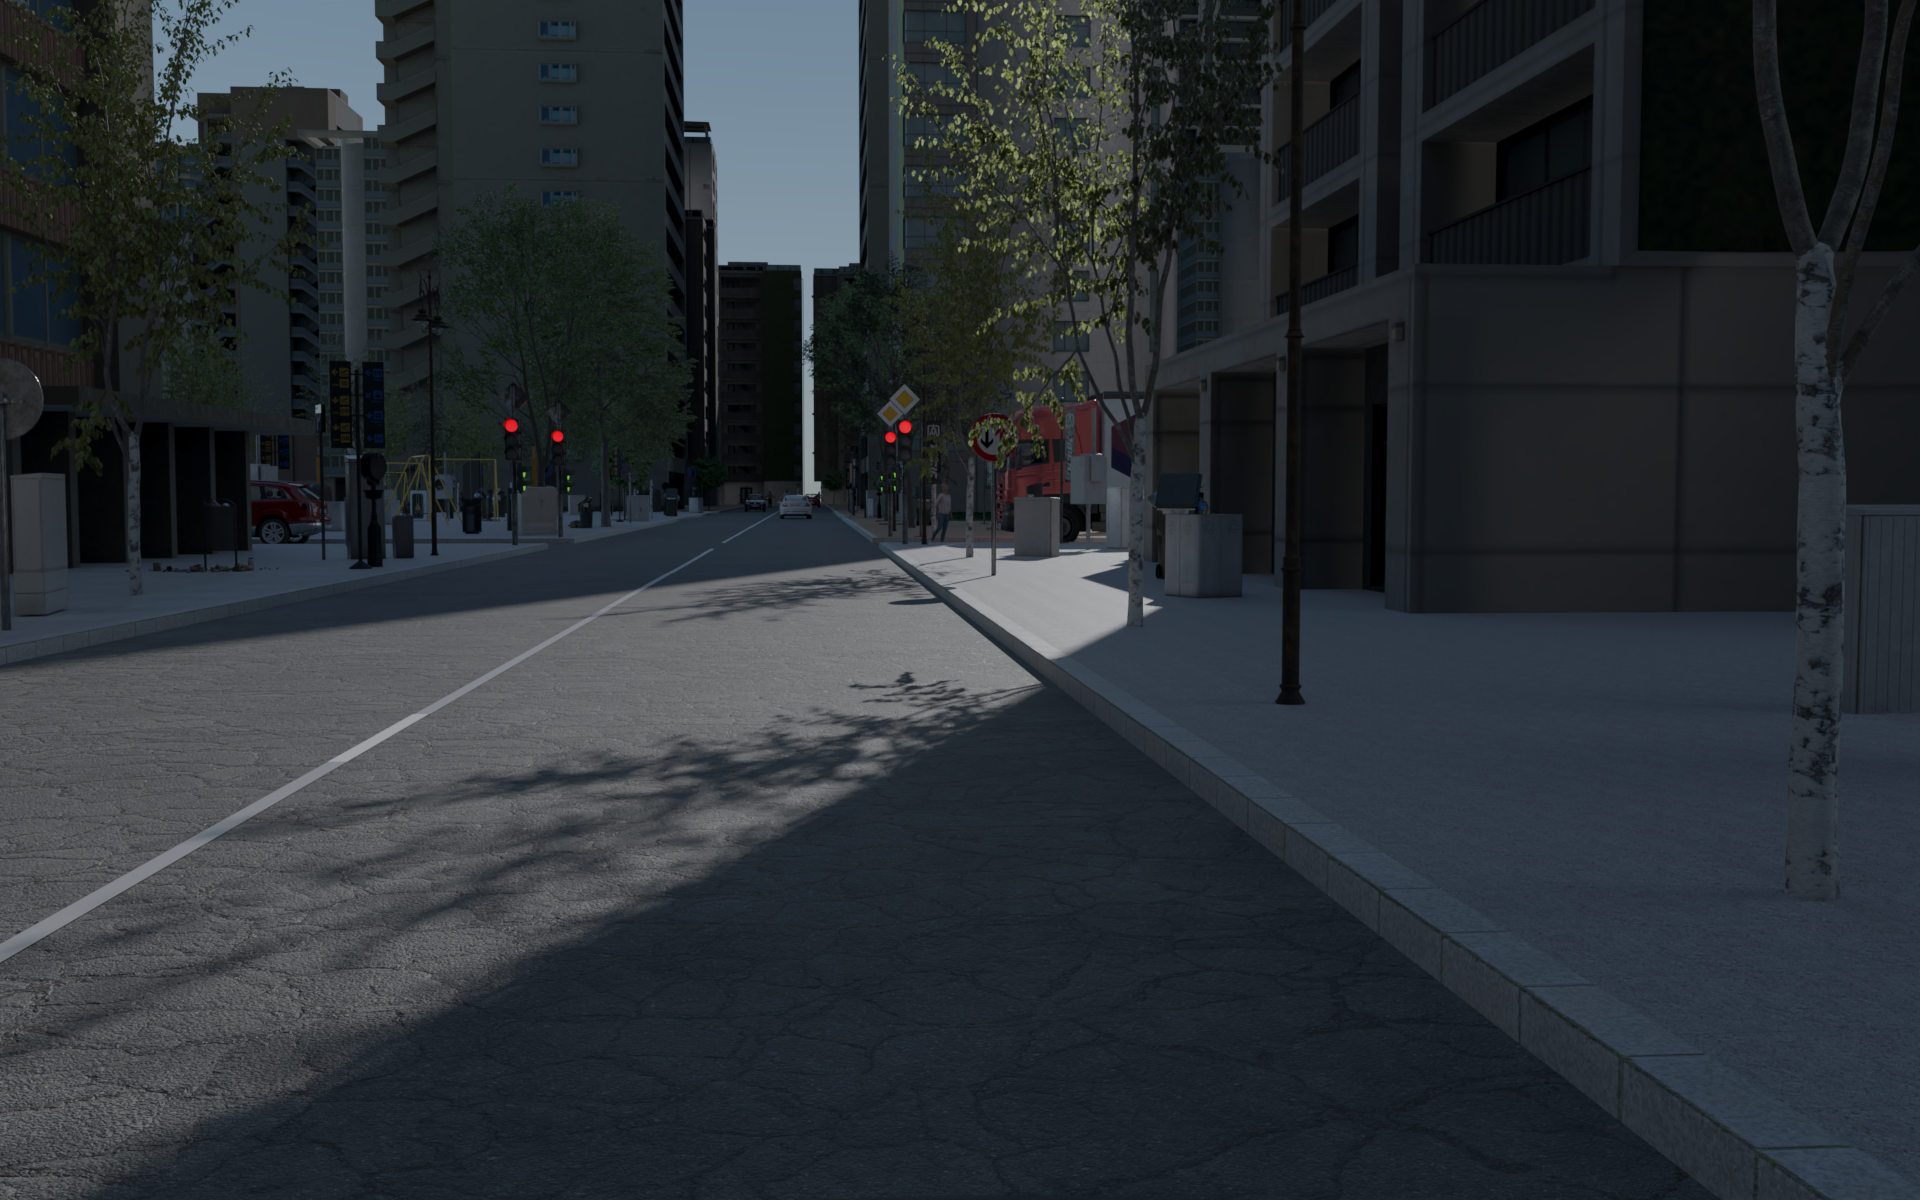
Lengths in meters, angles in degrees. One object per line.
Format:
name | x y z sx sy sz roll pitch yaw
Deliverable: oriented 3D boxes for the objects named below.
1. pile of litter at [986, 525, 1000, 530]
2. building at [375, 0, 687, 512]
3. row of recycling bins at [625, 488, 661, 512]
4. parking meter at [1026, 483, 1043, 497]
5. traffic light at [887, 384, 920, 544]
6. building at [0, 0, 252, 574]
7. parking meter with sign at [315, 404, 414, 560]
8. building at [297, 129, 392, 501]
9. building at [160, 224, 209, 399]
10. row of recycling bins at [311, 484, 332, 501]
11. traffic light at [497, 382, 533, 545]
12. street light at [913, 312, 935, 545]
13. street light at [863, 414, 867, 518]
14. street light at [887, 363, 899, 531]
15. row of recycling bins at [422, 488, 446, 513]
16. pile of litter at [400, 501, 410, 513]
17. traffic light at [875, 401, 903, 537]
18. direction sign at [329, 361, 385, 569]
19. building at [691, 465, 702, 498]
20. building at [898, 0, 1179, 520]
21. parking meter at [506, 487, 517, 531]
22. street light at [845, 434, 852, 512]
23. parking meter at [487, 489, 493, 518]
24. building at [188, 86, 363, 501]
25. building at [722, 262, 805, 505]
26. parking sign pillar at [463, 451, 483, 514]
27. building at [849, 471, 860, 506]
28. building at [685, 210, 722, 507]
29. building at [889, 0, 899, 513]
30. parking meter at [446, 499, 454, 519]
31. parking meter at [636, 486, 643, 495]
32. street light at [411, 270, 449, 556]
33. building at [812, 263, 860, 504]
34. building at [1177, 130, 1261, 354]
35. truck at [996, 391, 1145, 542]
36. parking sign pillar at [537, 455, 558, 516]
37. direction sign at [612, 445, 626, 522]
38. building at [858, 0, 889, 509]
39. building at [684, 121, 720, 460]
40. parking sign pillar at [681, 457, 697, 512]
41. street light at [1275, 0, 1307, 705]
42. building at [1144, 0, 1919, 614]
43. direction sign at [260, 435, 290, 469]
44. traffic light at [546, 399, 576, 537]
pile of litter | 1.645 -2.916 61.644 1.176 0.858 1.719 -2 4 -30
building | -32.944 -31.278 135.096 21.300 48.544 21.600 0 4 -5
row of recycling bins | -22.793 -7.155 124.098 3.534 1.692 1.069 3 4 37
parking meter | 1.634 -1.815 38.091 0.372 1.533 0.369 0 3 0
traffic light | -1.428 -3.382 44.220 0.839 4.253 0.868 0 4 -5
building | -28.743 -22.884 28.776 28.867 44.769 22.147 0 4 -5
parking meter with sign | -11.734 -2.321 34.210 1.738 3.016 0.543 -2 4 -31
building | -52.398 -29.923 181.122 23.993 40.220 32.217 0 4 -5
building | -87.430 -25.423 187.367 14.107 30.474 14.160 0 4 -5
row of recycling bins | -26.045 -3.863 70.279 1.069 1.692 3.534 -1 4 -17
traffic light | -11.152 -3.330 43.361 0.839 4.253 0.868 0 4 -5
street light | -0.908 -4.349 43.900 0.468 5.910 1.993 0 4 -5
street light | -5.085 -7.344 92.856 0.468 5.910 1.993 0 4 -5
street light | -2.260 -5.299 59.424 0.468 5.910 1.993 0 4 -5
row of recycling bins | -36.768 -6.980 121.239 1.069 1.692 3.534 0 4 0
pile of litter | -36.905 -6.234 115.887 1.719 0.858 1.176 1 4 22
traffic light | -2.122 -3.869 52.176 0.839 4.253 0.868 0 4 -5
direction sign | -10.283 -2.301 29.615 0.876 3.537 0.379 -1 4 -19
building | -34.009 -43.866 155.458 20.563 71.187 20.611 0 4 -5
building | 3.615 -25.055 93.245 14.154 41.232 14.086 0 4 -5
parking meter | -15.616 -3.180 60.411 0.372 1.533 0.369 0 3 0
street light | -8.155 -9.415 126.730 0.468 5.910 1.993 0 4 -5
parking meter | -25.610 -5.248 94.223 0.372 1.533 0.369 0 3 0
building | -73.273 -32.867 187.491 14.200 45.320 14.600 0 4 -5
building | -26.753 -27.321 218.395 14.107 30.474 14.160 0 4 -5
parking sign pillar | -30.915 -7.431 109.972 1.447 3.967 1.447 2 4 24
building | -1.824 -45.980 190.031 20.563 71.187 20.611 0 4 -5
building | -31.784 -24.623 174.286 14.160 30.474 14.107 0 4 -5
building | 2.503 -28.446 115.209 14.600 45.320 14.200 0 4 -5
parking meter | -26.481 -4.983 89.880 0.372 1.533 0.369 0 3 0
parking meter | -19.414 -6.066 104.886 0.255 1.863 0.399 -3 5 -39
street light | -10.970 -3.865 35.985 0.468 5.910 1.993 0 4 -5
building | -11.681 -27.395 219.613 14.107 30.474 14.160 0 4 -5
building | 34.851 -30.365 188.344 23.993 40.220 32.217 0 4 -5
truck | 6.035 -3.651 48.615 11.283 4.237 2.839 0 4 -5
parking sign pillar | -24.285 -6.894 101.192 1.447 3.967 1.447 -2 4 -24
direction sign | -15.625 -5.348 79.441 0.876 3.537 0.379 3 4 38
building | 2.898 -31.499 138.713 21.300 48.544 21.600 0 4 -5
building | -33.872 -31.076 191.692 14.086 41.232 14.154 0 4 -5
parking sign pillar | -19.571 -8.400 125.814 1.447 3.967 1.447 1 4 14
street light | 2.023 -2.302 10.433 0.468 5.910 1.993 0 4 -5
building | 14.591 -35.691 21.797 20.563 71.187 20.611 0 4 -5
direction sign | -21.607 -3.834 54.685 0.876 3.537 0.379 0 4 -6
traffic light | -11.845 -3.816 51.316 0.839 4.253 0.868 0 4 -5
